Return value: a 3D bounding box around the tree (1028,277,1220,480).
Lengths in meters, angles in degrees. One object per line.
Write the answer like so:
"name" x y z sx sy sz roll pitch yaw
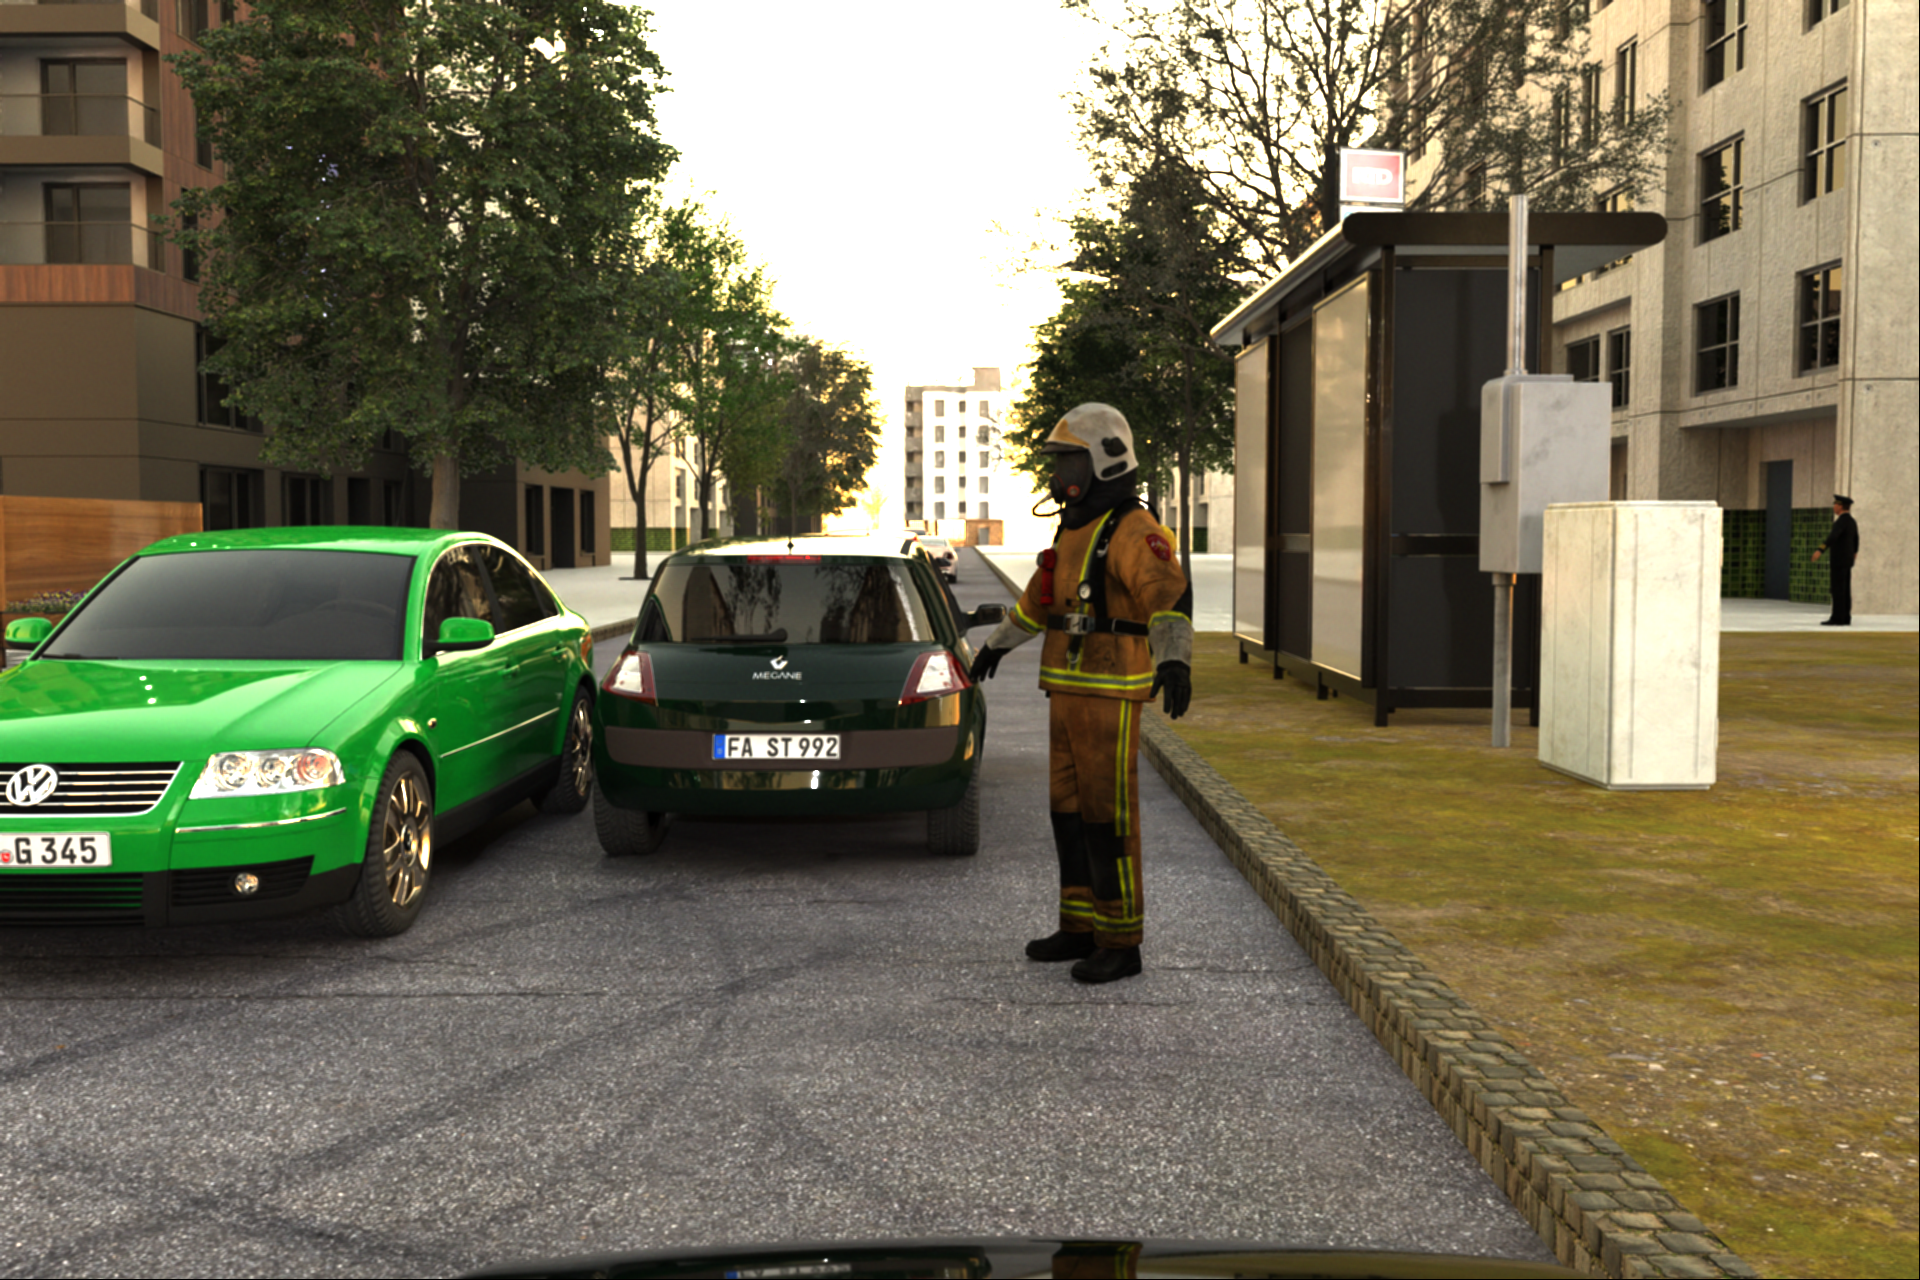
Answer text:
"tree" 5.964 -7.836 62.538 7.601 10.594 8.767 1 4 14

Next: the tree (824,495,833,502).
"tree" -15.912 -15.345 201.257 4.360 8.622 3.978 0 3 0

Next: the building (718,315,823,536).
"building" -29.081 -20.221 174.583 27.936 21.610 32.646 0 4 0

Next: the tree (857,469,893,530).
"tree" -9.093 -14.984 195.355 4.360 8.622 3.978 0 3 0

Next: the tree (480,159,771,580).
"tree" -9.093 -7.500 48.388 9.928 11.665 9.643 0 3 0

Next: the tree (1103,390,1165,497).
"tree" 6.457 -7.325 70.120 4.737 8.622 4.395 0 3 0

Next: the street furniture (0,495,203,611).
"street furniture" -11.867 -1.010 23.373 9.812 1.723 11.010 0 4 3

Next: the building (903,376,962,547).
"building" -6.169 -20.810 199.112 11.380 20.090 16.016 0 4 -3

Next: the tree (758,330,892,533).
"tree" -9.094 -12.403 109.438 9.857 13.997 8.962 0 3 0

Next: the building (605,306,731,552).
"building" -29.314 -16.823 141.510 16.747 18.905 31.486 0 4 0

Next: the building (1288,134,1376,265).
"building" 25.256 -14.980 75.858 19.493 23.208 18.063 0 4 0

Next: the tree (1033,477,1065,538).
"tree" 10.726 -14.884 193.723 4.360 8.622 3.978 0 3 0

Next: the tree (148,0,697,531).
"tree" -9.235 -7.606 31.022 9.857 13.997 8.962 0 3 0

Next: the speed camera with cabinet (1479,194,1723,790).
"speed camera with cabinet" 3.476 -0.930 9.542 0.660 3.252 2.038 0 4 -2

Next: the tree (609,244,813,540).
"tree" -9.046 -8.306 61.560 9.928 11.665 9.643 0 3 0

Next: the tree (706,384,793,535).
"tree" -9.507 -7.941 80.196 4.737 8.622 4.395 0 3 0

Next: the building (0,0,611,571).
"building" -28.508 -12.873 54.457 27.936 21.610 32.646 0 4 1

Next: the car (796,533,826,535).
"car" -2.311 -1.116 28.465 2.015 1.641 3.980 0 4 0

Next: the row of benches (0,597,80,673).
"row of benches" -9.358 -0.002 15.503 1.422 0.672 4.104 2 4 24

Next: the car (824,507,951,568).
"car" -1.188 -0.877 23.380 2.155 1.783 4.494 0 4 -1

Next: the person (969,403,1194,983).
"person" 0.419 0.156 5.680 0.705 1.858 1.354 -2 4 -25

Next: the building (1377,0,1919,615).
"building" 22.349 -10.775 42.627 16.747 18.905 31.486 0 3 0

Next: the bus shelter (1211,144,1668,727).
"bus shelter" 3.570 -2.324 15.625 2.179 5.291 8.768 0 3 0

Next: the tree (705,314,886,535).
"tree" -9.271 -11.418 97.058 12.009 13.543 11.850 0 3 0

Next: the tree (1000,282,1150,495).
"tree" 5.704 -9.813 78.573 7.486 12.596 7.792 0 3 0

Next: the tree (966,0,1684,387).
"tree" 5.675 -7.128 26.912 12.009 13.543 11.850 0 3 0

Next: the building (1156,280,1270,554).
"building" 24.622 -16.071 129.218 16.747 18.905 31.486 0 4 0

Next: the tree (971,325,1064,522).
"tree" 5.779 -11.393 96.639 12.009 13.543 11.850 0 3 0

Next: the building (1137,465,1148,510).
"building" 22.604 -14.150 173.502 9.099 9.664 28.070 0 3 0

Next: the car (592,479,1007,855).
"car" -0.745 0.041 9.122 2.009 1.686 4.222 0 4 0

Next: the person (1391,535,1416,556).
"person" 10.186 -2.097 40.412 1.347 1.817 0.704 1 4 20

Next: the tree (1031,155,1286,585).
"tree" 5.189 -6.567 41.789 7.601 10.594 8.767 -1 4 -21

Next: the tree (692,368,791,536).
"tree" -9.297 -7.440 72.008 4.737 8.622 4.395 0 3 0

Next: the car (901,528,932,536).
"car" -2.816 -5.878 104.786 2.281 1.827 5.304 0 4 0

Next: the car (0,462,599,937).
"car" -2.831 0.075 7.567 1.959 1.807 4.718 0 4 1

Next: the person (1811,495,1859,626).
"person" 12.384 -1.129 24.395 1.347 1.837 0.705 -3 5 -41

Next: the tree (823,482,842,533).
"tree" -15.403 -15.031 196.123 4.737 8.622 4.395 0 3 0

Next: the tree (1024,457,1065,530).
"tree" 11.189 -16.832 200.963 9.928 11.665 9.643 0 3 0

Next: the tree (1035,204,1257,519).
"tree" 6.154 -8.288 53.632 7.486 12.596 7.792 0 3 0

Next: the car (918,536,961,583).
"car" -1.016 -2.410 51.771 2.083 1.381 4.827 0 3 0
